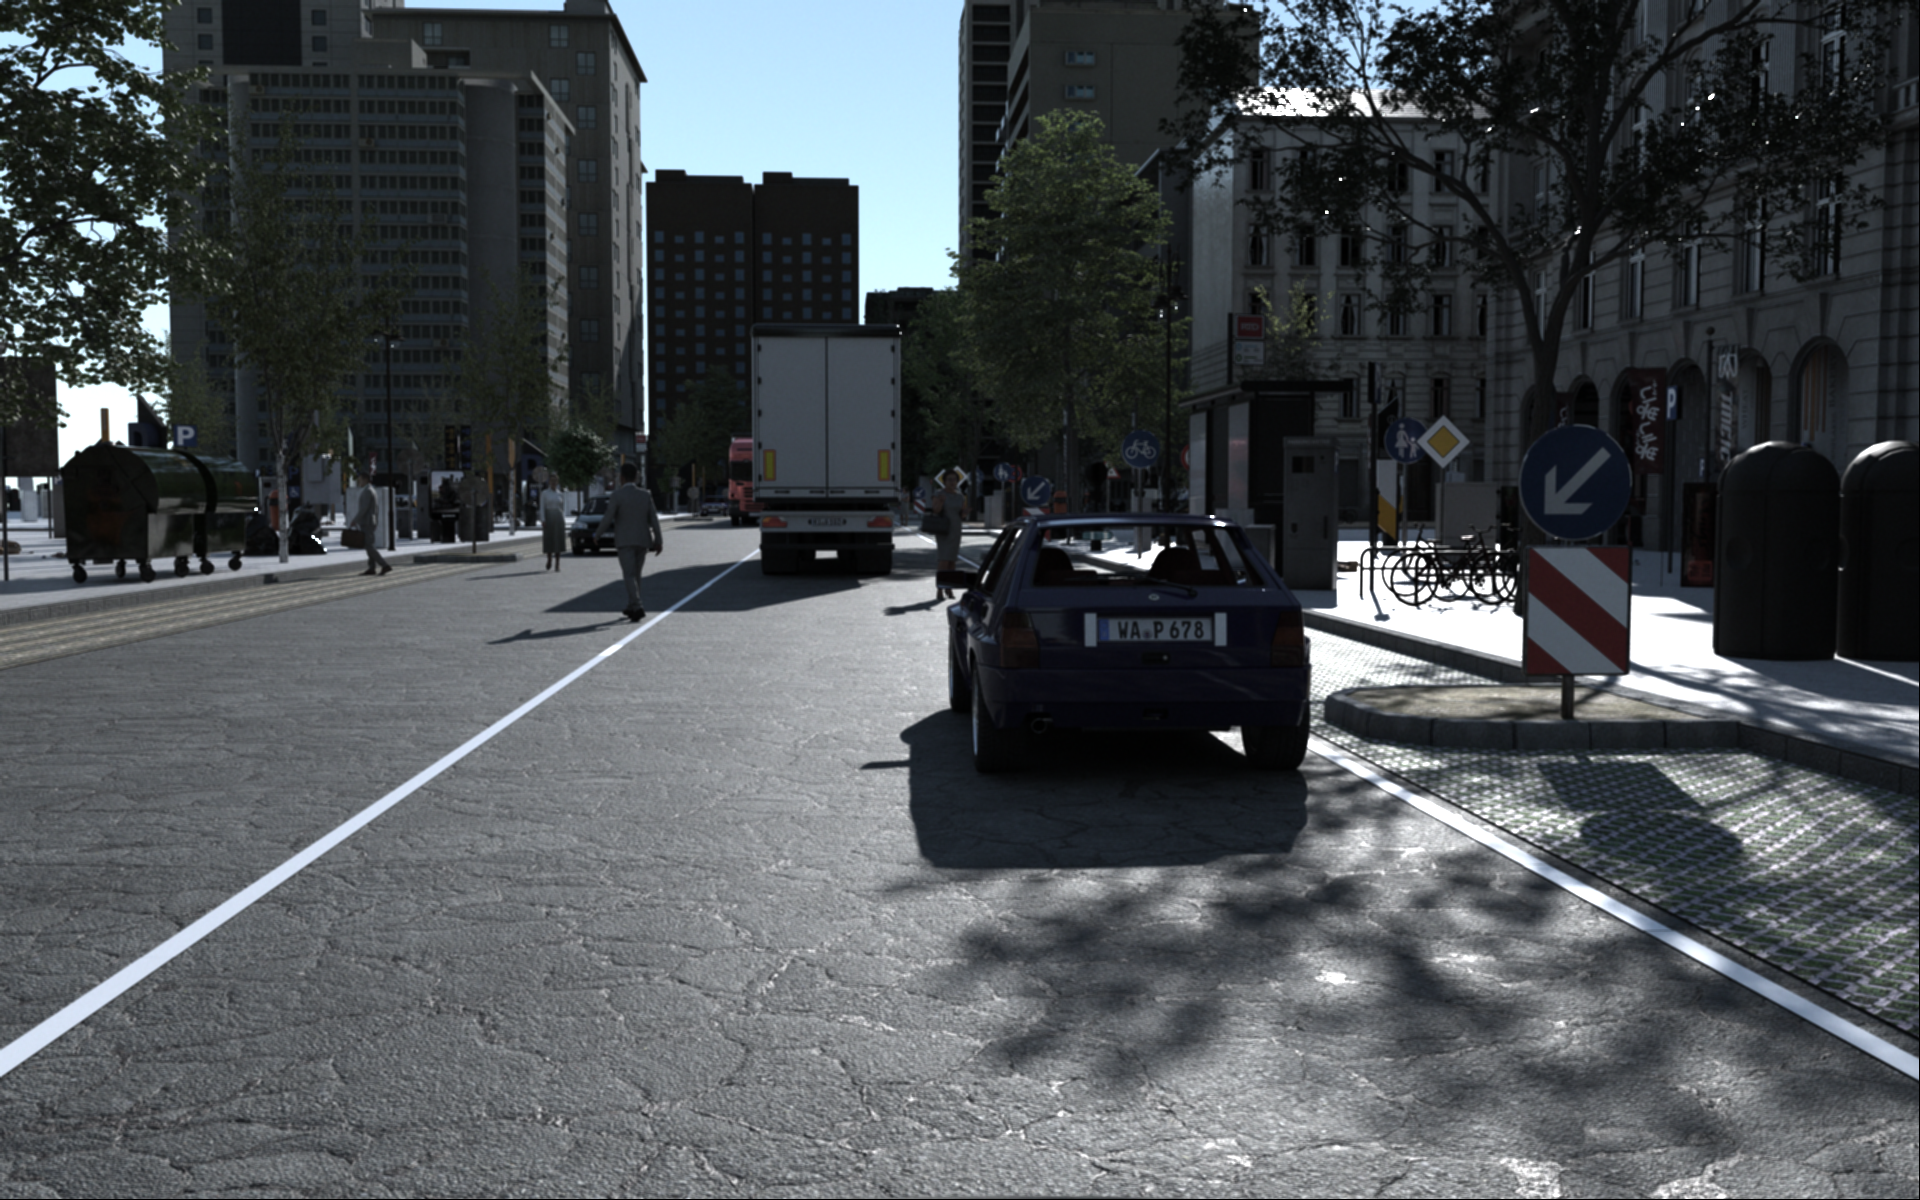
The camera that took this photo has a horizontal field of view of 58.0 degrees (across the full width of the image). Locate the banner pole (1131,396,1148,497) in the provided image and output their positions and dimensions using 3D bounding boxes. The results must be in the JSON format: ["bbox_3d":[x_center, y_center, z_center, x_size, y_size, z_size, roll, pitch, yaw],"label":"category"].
[{"bbox_3d":[4.475,-3.331,44.483,0.401,3.779,0.863,0,4,-5],"label":"banner pole"}]

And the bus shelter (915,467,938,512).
[{"bbox_3d":[-2.068,-7.916,123.356,2.014,3.302,5.546,0,4,-4],"label":"bus shelter"}]

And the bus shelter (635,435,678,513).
[{"bbox_3d":[-21.107,-8.728,120.342,2.179,5.291,8.768,0,4,-4],"label":"bus shelter"}]

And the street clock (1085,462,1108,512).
[{"bbox_3d":[3.085,-2.118,39.206,0.471,2.002,0.358,-2,4,-24],"label":"street clock"}]

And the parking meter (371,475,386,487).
[{"bbox_3d":[-17.431,-2.832,52.018,0.399,1.863,0.255,-3,4,-38],"label":"parking meter"}]

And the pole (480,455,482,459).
[{"bbox_3d":[-25.124,-5.929,90.783,0.158,3.312,0.155,0,3,0],"label":"pole"}]

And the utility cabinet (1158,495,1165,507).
[{"bbox_3d":[10.118,-4.740,88.658,0.306,1.237,1.020,-3,4,-38],"label":"utility cabinet"}]

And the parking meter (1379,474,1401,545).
[{"bbox_3d":[10.791,-2.299,43.306,0.399,1.863,0.255,0,4,-5],"label":"parking meter"}]

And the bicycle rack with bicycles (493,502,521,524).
[{"bbox_3d":[-20.632,-3.808,75.645,2.925,0.926,2.852,-2,4,-31],"label":"bicycle rack with bicycles"}]

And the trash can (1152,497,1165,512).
[{"bbox_3d":[9.590,-4.318,82.251,0.748,1.137,0.748,0,3,0],"label":"trash can"}]

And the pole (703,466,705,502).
[{"bbox_3d":[-18.878,-8.182,127.617,0.158,3.312,0.155,0,3,0],"label":"pole"}]

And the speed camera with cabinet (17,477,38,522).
[{"bbox_3d":[-43.097,-5.242,80.042,0.660,3.252,2.038,-2,4,-34],"label":"speed camera with cabinet"}]

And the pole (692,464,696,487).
[{"bbox_3d":[-17.915,-7.512,116.669,0.158,3.312,0.155,0,3,0],"label":"pole"}]

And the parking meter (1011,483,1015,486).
[{"bbox_3d":[2.856,-5.280,92.045,0.255,1.863,0.399,0,4,0],"label":"parking meter"}]

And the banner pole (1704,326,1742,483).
[{"bbox_3d":[11.274,-2.186,25.762,0.401,3.779,0.863,-1,4,-17],"label":"banner pole"}]

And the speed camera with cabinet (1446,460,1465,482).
[{"bbox_3d":[20.571,-4.685,70.941,0.660,3.252,2.038,0,4,-8],"label":"speed camera with cabinet"}]

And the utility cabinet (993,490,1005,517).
[{"bbox_3d":[2.409,-5.242,94.381,1.173,1.500,0.318,0,4,4],"label":"utility cabinet"}]

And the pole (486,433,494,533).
[{"bbox_3d":[-15.618,-3.895,57.522,0.158,3.312,0.155,0,3,0],"label":"pole"}]

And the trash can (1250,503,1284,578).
[{"bbox_3d":[4.848,-0.925,26.779,0.748,1.137,0.748,0,3,0],"label":"trash can"}]

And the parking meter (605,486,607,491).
[{"bbox_3d":[-22.100,-6.228,107.543,0.399,1.863,0.255,3,5,40],"label":"parking meter"}]

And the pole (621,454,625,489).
[{"bbox_3d":[-17.071,-5.747,87.813,0.158,3.312,0.155,0,3,0],"label":"pole"}]

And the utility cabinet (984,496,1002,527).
[{"bbox_3d":[1.294,-3.482,68.089,0.306,1.237,1.020,2,4,27],"label":"utility cabinet"}]

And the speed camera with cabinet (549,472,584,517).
[{"bbox_3d":[-22.325,-6.325,97.745,2.038,3.252,0.660,-2,4,-34],"label":"speed camera with cabinet"}]

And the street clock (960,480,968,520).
[{"bbox_3d":[0.170,-4.944,85.402,0.358,2.002,0.471,2,4,28],"label":"street clock"}]

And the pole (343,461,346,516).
[{"bbox_3d":[-36.123,-6.597,101.710,0.158,3.312,0.155,0,3,0],"label":"pole"}]

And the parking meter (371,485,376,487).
[{"bbox_3d":[-15.642,-2.288,45.823,0.372,1.533,0.369,0,3,0],"label":"parking meter"}]

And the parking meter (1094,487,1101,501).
[{"bbox_3d":[9.037,-6.602,113.658,0.399,1.863,0.255,2,4,29],"label":"parking meter"}]

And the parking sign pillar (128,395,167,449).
[{"bbox_3d":[-21.996,-3.577,46.950,1.447,3.967,1.447,3,4,38],"label":"parking sign pillar"}]

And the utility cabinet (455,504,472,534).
[{"bbox_3d":[-15.941,-2.757,56.238,1.020,1.237,0.306,0,4,-2],"label":"utility cabinet"}]

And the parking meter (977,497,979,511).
[{"bbox_3d":[1.290,-7.571,129.496,0.399,1.863,0.255,-1,4,-18],"label":"parking meter"}]

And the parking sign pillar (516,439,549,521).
[{"bbox_3d":[-20.633,-5.848,84.081,1.447,3.967,1.447,1,4,9],"label":"parking sign pillar"}]

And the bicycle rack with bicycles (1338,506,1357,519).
[{"bbox_3d":[15.767,-3.763,74.912,2.925,0.926,2.852,1,4,9],"label":"bicycle rack with bicycles"}]

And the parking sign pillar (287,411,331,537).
[{"bbox_3d":[-19.780,-3.897,52.189,1.447,3.967,1.447,0,4,5],"label":"parking sign pillar"}]

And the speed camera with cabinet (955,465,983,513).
[{"bbox_3d":[0.549,-7.619,118.906,2.038,3.252,0.660,2,4,32],"label":"speed camera with cabinet"}]

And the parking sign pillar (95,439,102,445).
[{"bbox_3d":[-41.770,-5.804,83.365,1.447,3.967,1.447,1,4,8],"label":"parking sign pillar"}]

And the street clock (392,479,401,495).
[{"bbox_3d":[-27.842,-4.953,85.551,0.471,2.002,0.358,-1,4,-12],"label":"street clock"}]

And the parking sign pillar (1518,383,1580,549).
[{"bbox_3d":[13.538,-3.144,39.873,1.447,3.967,1.447,0,4,5],"label":"parking sign pillar"}]

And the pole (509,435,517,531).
[{"bbox_3d":[-15.319,-4.003,59.292,0.158,3.312,0.155,0,3,0],"label":"pole"}]

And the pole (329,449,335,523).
[{"bbox_3d":[-28.308,-5.150,78.042,0.158,3.312,0.155,0,3,0],"label":"pole"}]

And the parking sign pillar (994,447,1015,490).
[{"bbox_3d":[2.555,-6.561,95.736,1.447,3.967,1.447,1,4,14],"label":"parking sign pillar"}]

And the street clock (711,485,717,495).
[{"bbox_3d":[-20.098,-8.374,141.476,0.358,2.002,0.471,2,4,29],"label":"street clock"}]

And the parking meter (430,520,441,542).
[{"bbox_3d":[-13.996,-2.487,46.368,0.399,1.863,0.255,3,4,38],"label":"parking meter"}]

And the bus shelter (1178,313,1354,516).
[{"bbox_3d":[5.913,-3.578,36.137,2.179,5.291,8.768,0,4,-4],"label":"bus shelter"}]

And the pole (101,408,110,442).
[{"bbox_3d":[-20.277,-2.894,41.157,0.158,3.312,0.155,0,3,0],"label":"pole"}]

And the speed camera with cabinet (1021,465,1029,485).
[{"bbox_3d":[4.330,-7.557,117.892,0.660,3.252,2.038,-1,4,-11],"label":"speed camera with cabinet"}]

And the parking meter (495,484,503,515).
[{"bbox_3d":[-26.891,-5.826,100.965,0.399,1.863,0.255,-3,5,-41],"label":"parking meter"}]

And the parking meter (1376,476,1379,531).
[{"bbox_3d":[13.850,-3.159,57.368,0.399,1.863,0.255,-2,4,-29],"label":"parking meter"}]

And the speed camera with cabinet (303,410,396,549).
[{"bbox_3d":[-14.358,-2.837,40.726,2.038,3.252,0.660,1,4,9],"label":"speed camera with cabinet"}]

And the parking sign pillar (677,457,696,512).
[{"bbox_3d":[-19.975,-8.452,126.668,1.447,3.967,1.447,-2,4,-28],"label":"parking sign pillar"}]

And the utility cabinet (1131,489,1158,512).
[{"bbox_3d":[7.600,-3.831,71.314,1.173,1.500,0.318,3,5,44],"label":"utility cabinet"}]

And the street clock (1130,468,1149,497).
[{"bbox_3d":[4.789,-2.547,46.214,0.471,2.002,0.358,1,4,14],"label":"street clock"}]

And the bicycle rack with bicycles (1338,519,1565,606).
[{"bbox_3d":[6.219,-0.462,20.939,2.925,0.926,2.852,0,4,-6],"label":"bicycle rack with bicycles"}]

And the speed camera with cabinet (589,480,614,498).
[{"bbox_3d":[-19.459,-6.179,95.367,2.038,3.252,0.660,2,4,29],"label":"speed camera with cabinet"}]

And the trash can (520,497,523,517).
[{"bbox_3d":[-22.148,-4.711,88.680,0.748,1.137,0.748,0,3,0],"label":"trash can"}]
